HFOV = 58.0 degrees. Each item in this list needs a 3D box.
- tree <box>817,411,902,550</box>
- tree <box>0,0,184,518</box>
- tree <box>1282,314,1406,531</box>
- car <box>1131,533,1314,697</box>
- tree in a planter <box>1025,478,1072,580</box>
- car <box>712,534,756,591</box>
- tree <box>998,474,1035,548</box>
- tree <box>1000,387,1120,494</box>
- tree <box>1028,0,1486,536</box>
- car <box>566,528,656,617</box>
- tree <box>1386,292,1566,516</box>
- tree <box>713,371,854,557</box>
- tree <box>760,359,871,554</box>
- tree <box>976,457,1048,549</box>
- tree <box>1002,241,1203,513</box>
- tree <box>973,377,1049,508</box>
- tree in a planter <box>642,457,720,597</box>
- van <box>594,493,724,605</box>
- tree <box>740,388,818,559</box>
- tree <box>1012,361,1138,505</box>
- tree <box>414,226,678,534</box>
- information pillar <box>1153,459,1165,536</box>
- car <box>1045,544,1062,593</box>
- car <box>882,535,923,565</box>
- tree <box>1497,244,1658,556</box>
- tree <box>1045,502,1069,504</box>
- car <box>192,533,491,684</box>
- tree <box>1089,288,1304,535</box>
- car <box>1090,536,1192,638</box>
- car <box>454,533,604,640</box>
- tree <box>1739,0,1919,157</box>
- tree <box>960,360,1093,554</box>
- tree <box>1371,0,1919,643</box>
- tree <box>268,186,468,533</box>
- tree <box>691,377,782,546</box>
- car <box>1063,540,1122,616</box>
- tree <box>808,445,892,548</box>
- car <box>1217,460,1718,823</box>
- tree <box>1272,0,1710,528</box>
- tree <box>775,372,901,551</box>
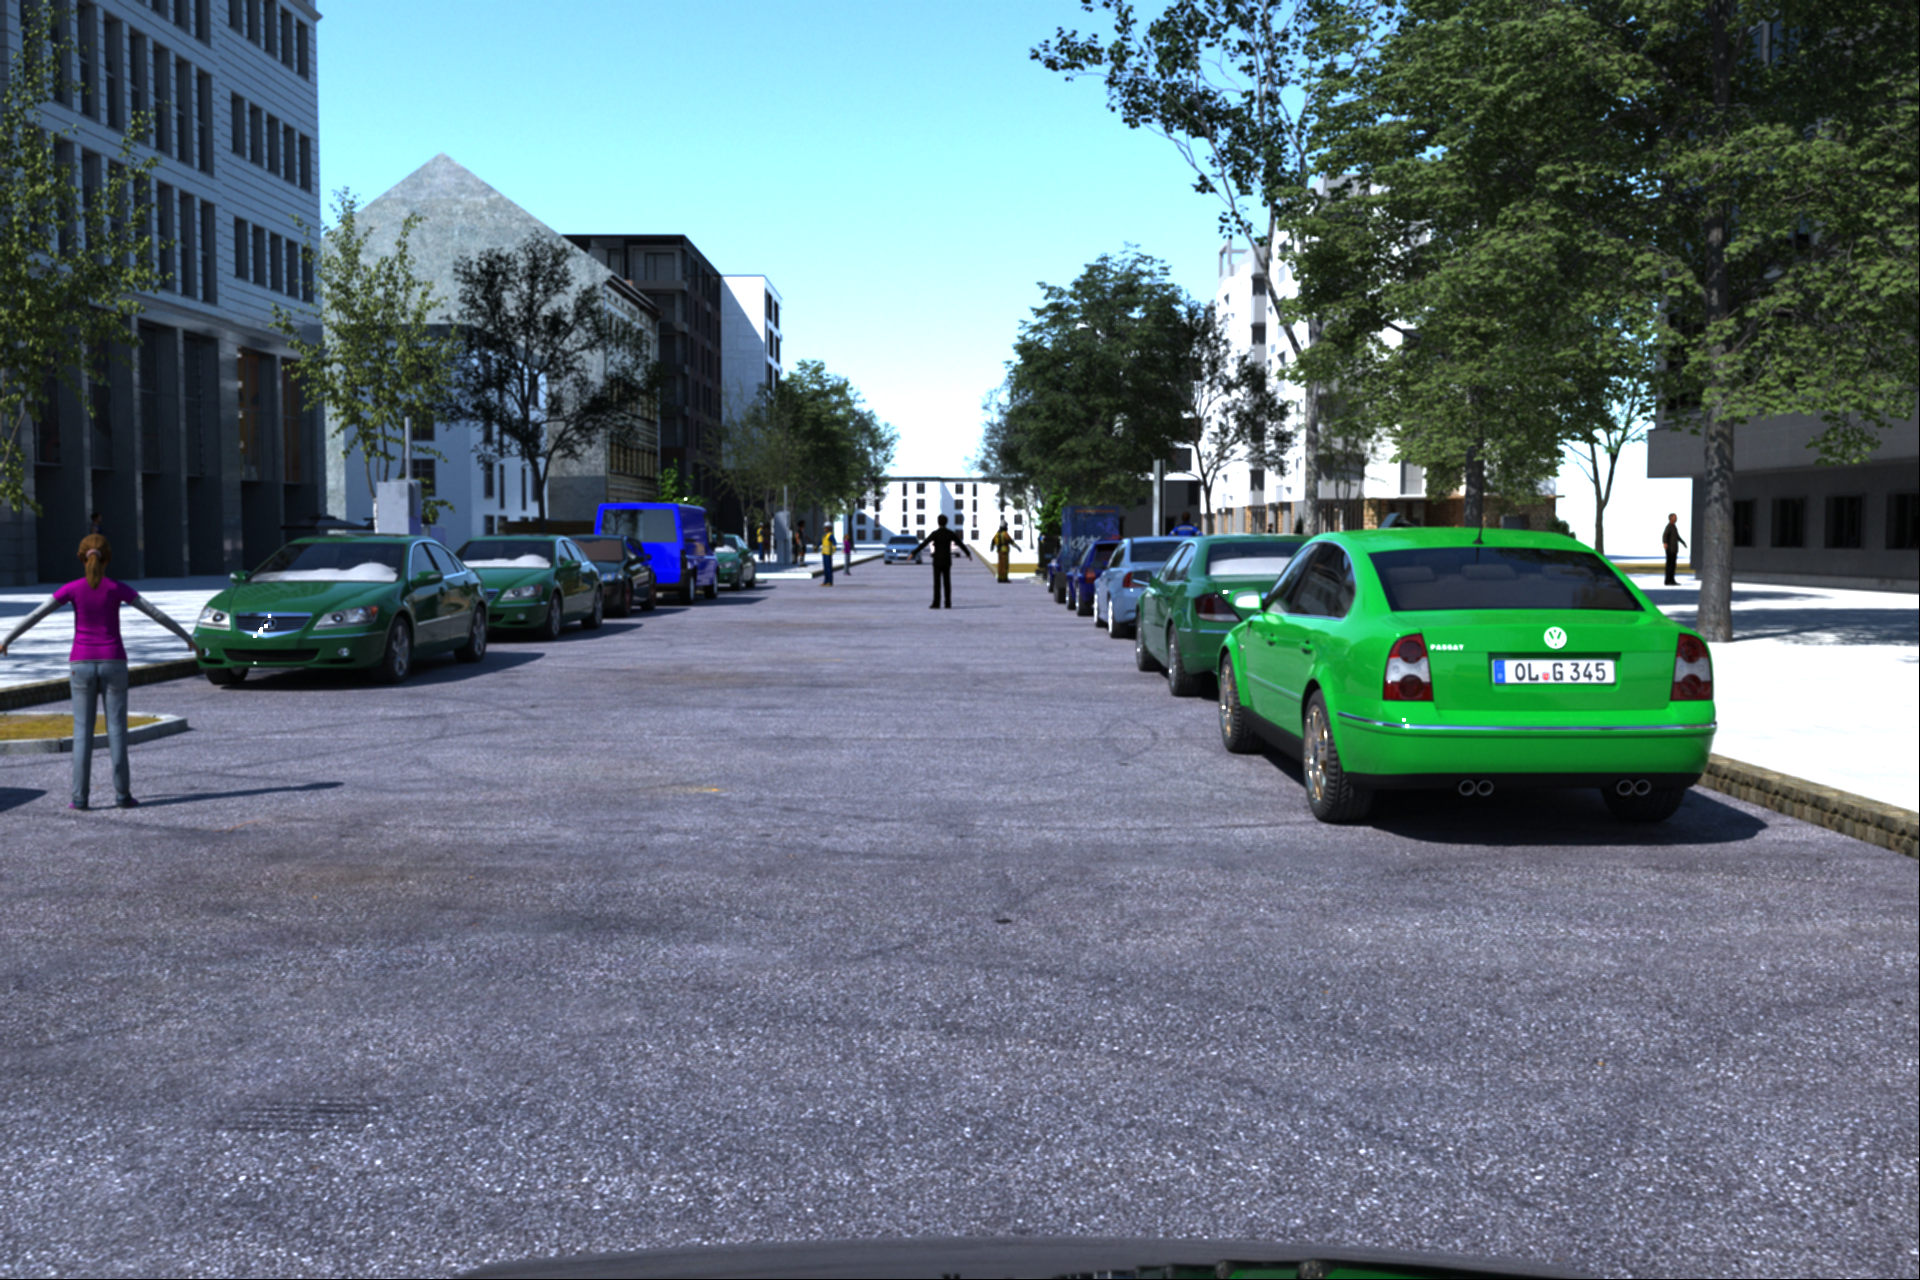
[{"bbox_3d":[-8.943,-13.253,142.446,9.928,11.665,9.643,0,3,0],"label":"tree"},{"bbox_3d":[-12.736,-4.443,22.998,4.737,8.622,4.395,0,3,0],"label":"tree"},{"bbox_3d":[12.710,-6.538,57.256,4.360,8.622,3.978,0,3,0],"label":"tree"},{"bbox_3d":[2.773,-0.299,16.692,2.131,1.459,4.920,0,3,0],"label":"car"},{"bbox_3d":[3.052,-3.532,54.966,1.991,3.239,1.994,0,4,1],"label":"tree in a planter"},{"bbox_3d":[-6.381,-2.019,44.803,2.131,1.459,4.920,0,4,0],"label":"car"},{"bbox_3d":[6.072,-12.846,160.399,4.360,8.622,3.978,0,3,0],"label":"tree"},{"bbox_3d":[5.953,-10.189,100.998,8.767,10.594,7.601,2,4,27],"label":"tree"},{"bbox_3d":[7.773,-11.586,45.314,12.611,20.169,13.585,0,3,0],"label":"tree"},{"bbox_3d":[-6.558,-1.298,31.005,2.009,1.686,4.222,0,4,0],"label":"car"},{"bbox_3d":[21.622,-9.516,73.714,7.486,12.596,7.792,0,3,0],"label":"tree"},{"bbox_3d":[-9.527,-10.064,98.963,7.601,10.594,8.767,3,5,42],"label":"tree"},{"bbox_3d":[-9.797,-11.906,112.792,7.486,12.596,7.792,0,3,0],"label":"tree"},{"bbox_3d":[5.819,-12.829,144.168,8.767,10.594,7.601,-3,4,-36],"label":"tree"},{"bbox_3d":[6.150,-10.416,76.954,9.857,13.997,8.962,0,3,0],"label":"tree"},{"bbox_3d":[6.175,-13.394,129.358,12.009,13.543,11.850,0,3,0],"label":"tree"},{"bbox_3d":[-6.660,-2.635,40.301,1.991,3.239,1.994,0,4,0],"label":"tree in a planter"},{"bbox_3d":[-6.318,-1.968,36.553,2.240,2.365,5.245,0,4,0],"label":"van"},{"bbox_3d":[-9.578,-8.362,87.084,4.360,8.622,3.978,0,3,0],"label":"tree"},{"bbox_3d":[6.368,-9.537,90.343,7.601,10.594,8.767,-1,4,-15],"label":"tree"},{"bbox_3d":[-12.412,-7.189,51.948,8.767,10.594,7.601,0,4,5],"label":"tree"},{"bbox_3d":[6.345,-3.915,55.333,0.184,3.620,1.656,0,3,0],"label":"information pillar"},{"bbox_3d":[3.022,-1.755,41.281,1.945,1.354,3.894,0,4,0],"label":"car"},{"bbox_3d":[-2.694,-4.346,83.056,2.014,1.417,4.499,0,3,0],"label":"car"},{"bbox_3d":[22.152,-8.174,59.406,9.928,11.665,9.643,0,3,0],"label":"tree"},{"bbox_3d":[15.823,-20.388,251.471,7.486,12.596,7.792,0,3,0],"label":"tree"},{"bbox_3d":[-6.265,-0.381,18.024,2.131,1.459,4.920,0,4,-1],"label":"car"},{"bbox_3d":[9.395,-8.015,65.458,8.767,10.594,7.601,-2,4,-32],"label":"tree"},{"bbox_3d":[2.929,-0.799,25.068,2.014,1.417,4.499,0,4,0],"label":"car"},{"bbox_3d":[-6.359,-0.798,24.840,2.131,1.459,4.920,0,3,0],"label":"car"},{"bbox_3d":[8.476,-4.676,10.864,7.601,10.594,8.767,-2,4,-32],"label":"tree"},{"bbox_3d":[5.535,-12.439,113.745,12.009,13.543,11.850,0,3,0],"label":"tree"},{"bbox_3d":[8.906,-6.273,20.692,7.486,12.596,7.792,0,3,0],"label":"tree"},{"bbox_3d":[-12.448,-5.291,36.873,4.737,8.622,4.395,0,3,0],"label":"tree"},{"bbox_3d":[-9.827,-7.978,80.808,4.360,8.622,3.978,0,3,0],"label":"tree"},{"bbox_3d":[2.883,-1.159,31.526,1.945,1.354,3.894,0,4,0],"label":"car"},{"bbox_3d":[-9.969,-13.669,157.898,8.767,10.594,7.601,-3,4,-39],"label":"tree"},{"bbox_3d":[2.634,-0.073,9.984,1.959,1.807,4.718,0,4,-1],"label":"car"},{"bbox_3d":[9.286,-6.902,30.973,7.486,12.596,7.792,0,3,0],"label":"tree"},{"bbox_3d":[-9.596,-13.422,129.819,12.009,13.543,11.850,0,3,0],"label":"tree"}]
